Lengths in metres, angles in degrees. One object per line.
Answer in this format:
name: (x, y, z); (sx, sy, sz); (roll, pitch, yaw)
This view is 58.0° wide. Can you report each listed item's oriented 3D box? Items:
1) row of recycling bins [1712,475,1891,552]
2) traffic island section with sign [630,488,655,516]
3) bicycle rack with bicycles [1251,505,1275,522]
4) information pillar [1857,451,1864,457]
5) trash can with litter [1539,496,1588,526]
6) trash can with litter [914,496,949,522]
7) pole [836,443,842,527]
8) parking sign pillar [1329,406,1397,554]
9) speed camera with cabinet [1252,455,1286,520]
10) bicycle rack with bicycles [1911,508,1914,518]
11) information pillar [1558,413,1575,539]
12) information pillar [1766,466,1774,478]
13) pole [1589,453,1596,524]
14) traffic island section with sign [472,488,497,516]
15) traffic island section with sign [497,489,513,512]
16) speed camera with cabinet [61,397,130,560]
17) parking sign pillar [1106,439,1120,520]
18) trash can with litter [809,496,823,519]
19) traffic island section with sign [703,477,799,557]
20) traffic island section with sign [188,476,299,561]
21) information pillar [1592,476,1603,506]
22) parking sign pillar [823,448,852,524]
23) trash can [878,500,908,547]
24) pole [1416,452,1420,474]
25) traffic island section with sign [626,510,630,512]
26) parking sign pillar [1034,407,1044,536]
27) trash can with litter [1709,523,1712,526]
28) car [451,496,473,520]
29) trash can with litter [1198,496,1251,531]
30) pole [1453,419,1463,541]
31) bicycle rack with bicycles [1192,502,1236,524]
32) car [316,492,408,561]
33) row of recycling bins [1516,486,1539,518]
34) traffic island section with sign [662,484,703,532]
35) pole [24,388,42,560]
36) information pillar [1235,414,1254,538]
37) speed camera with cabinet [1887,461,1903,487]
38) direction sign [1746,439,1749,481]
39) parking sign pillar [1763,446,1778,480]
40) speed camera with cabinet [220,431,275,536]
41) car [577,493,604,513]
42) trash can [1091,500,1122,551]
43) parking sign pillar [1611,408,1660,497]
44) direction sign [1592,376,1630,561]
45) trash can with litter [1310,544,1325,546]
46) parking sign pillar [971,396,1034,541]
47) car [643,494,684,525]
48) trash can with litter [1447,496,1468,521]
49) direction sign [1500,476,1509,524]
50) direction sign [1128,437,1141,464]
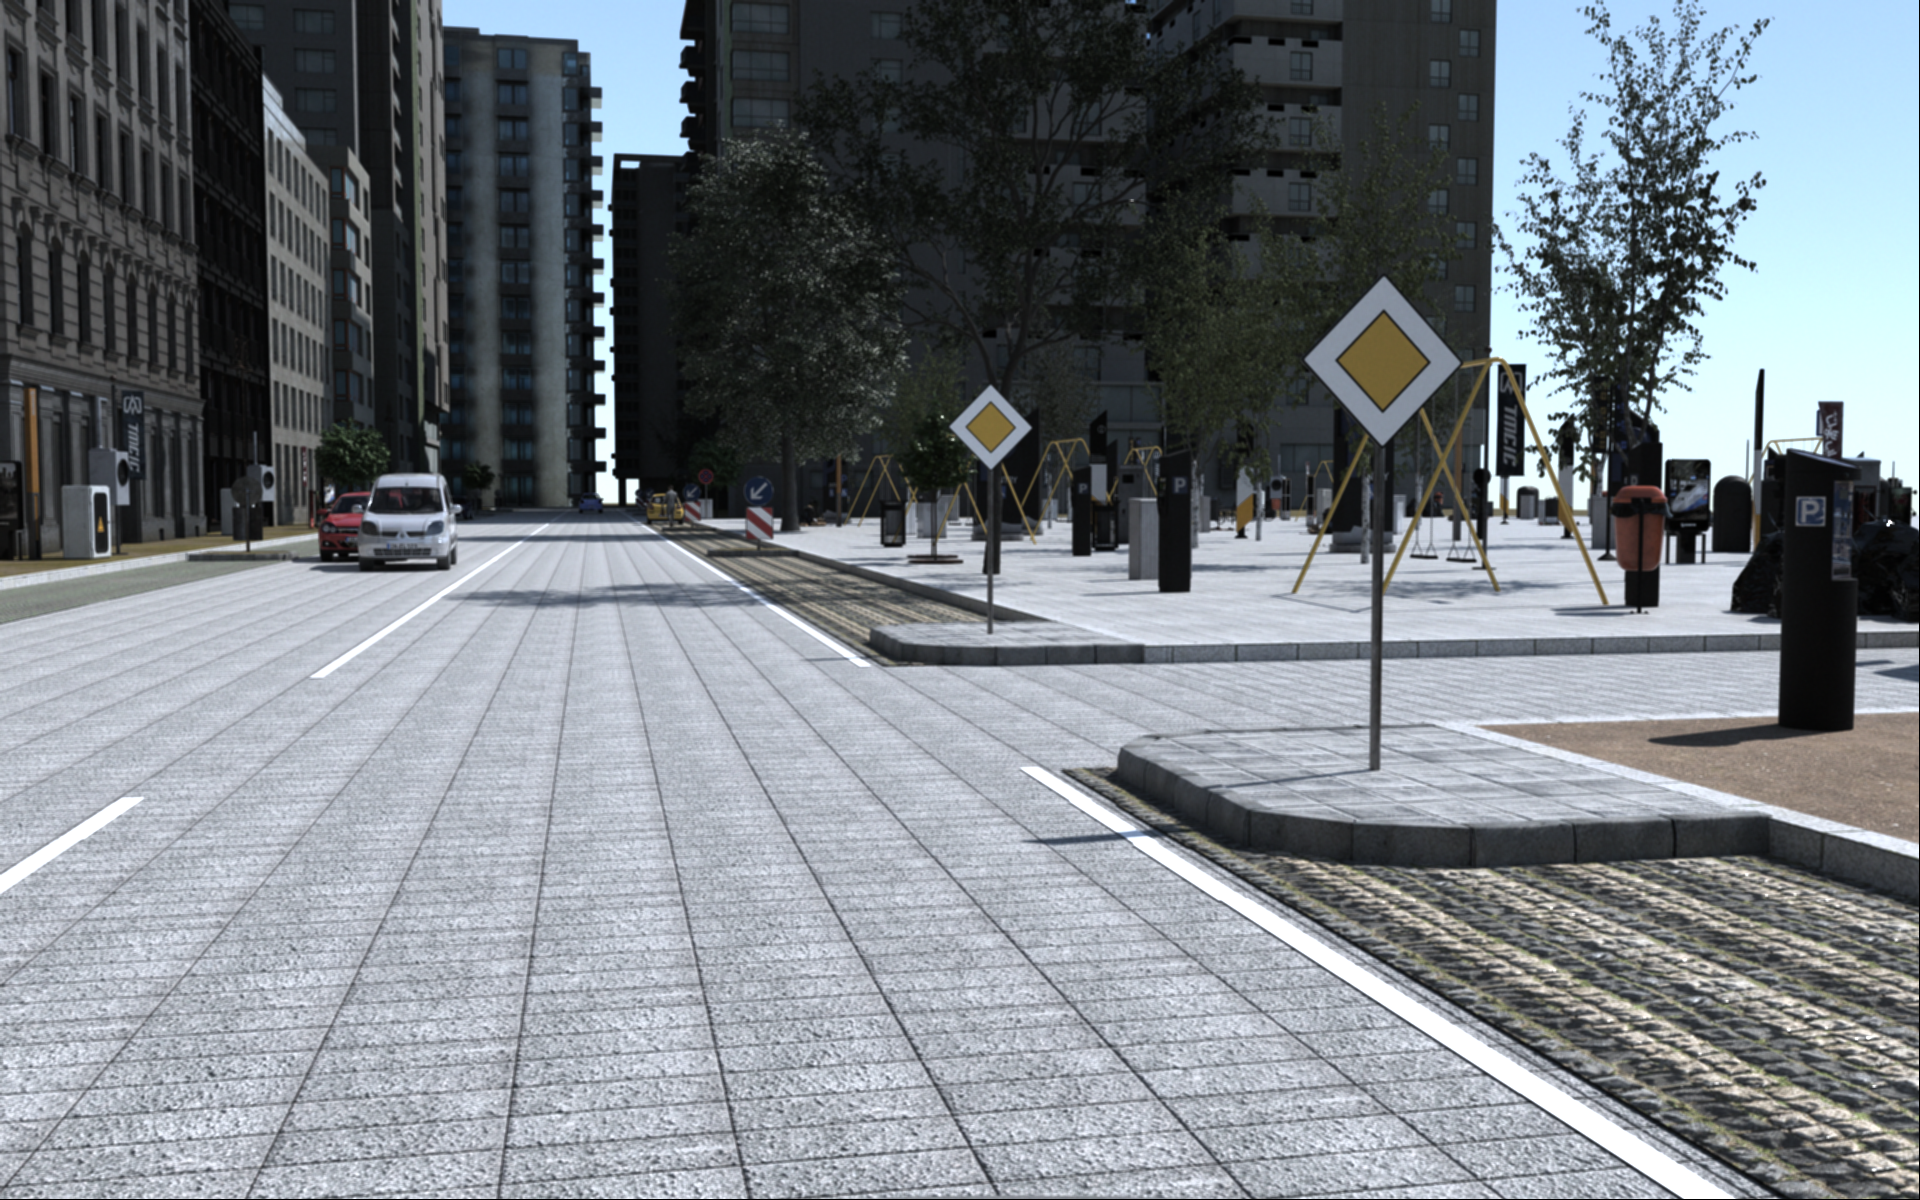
row of recycling bins: (18.362, -1.880, 37.844); (3.534, 1.692, 1.069); (2, 4, 26)
traffic island section with sign: (-20.832, -6.545, 115.646); (1.989, 1.847, 2.006); (-1, 4, -12)
bicycle rack with bicycles: (13.238, -4.162, 81.427); (2.925, 0.926, 2.852); (1, 4, 16)
information pillar: (48.810, -6.282, 94.059); (0.504, 3.616, 0.183); (0, 4, -4)
trash can with litter: (24.702, -3.669, 71.049); (2.233, 1.210, 1.678); (0, 4, 6)
trash can with litter: (-1.596, -4.197, 79.674); (2.233, 1.210, 1.678); (2, 4, 31)
pole: (-4.719, -4.498, 67.389); (0.158, 3.312, 0.155); (0, 3, 0)
parking sign pillar: (8.841, -3.025, 37.923); (1.447, 3.967, 1.447); (-1, 4, -21)
speed camera with cabinet: (15.296, -5.670, 87.044); (2.038, 3.252, 0.660); (2, 4, 24)
bicycle rack with bicycles: (48.163, -4.705, 90.313); (2.925, 0.926, 2.852); (3, 5, 44)
information pillar: (17.553, -3.594, 50.119); (0.183, 3.616, 0.504); (-2, 4, -28)
information pillar: (21.239, -2.492, 45.238); (0.304, 2.012, 0.304); (3, 5, 39)
pole: (26.805, -4.862, 73.343); (0.158, 3.312, 0.155); (0, 3, 0)
traffic island section with sign: (-31.514, -6.395, 113.192); (1.989, 1.847, 2.006); (-1, 4, -12)
traffic island section with sign: (-37.123, -8.014, 139.650); (1.989, 1.847, 2.006); (-1, 4, -12)
speed camera with cabinet: (-17.278, -2.465, 34.641); (0.660, 3.252, 2.038); (0, 4, -6)
parking sign pillar: (7.176, -5.886, 84.705); (1.447, 3.967, 1.447); (2, 4, 32)
trash can with litter: (-7.292, -4.807, 89.982); (1.055, 1.170, 0.624); (1, 4, 16)
traffic island section with sign: (-4.826, -1.922, 40.057); (1.989, 1.847, 2.006); (-1, 4, -12)
traffic island section with sign: (-15.543, -1.778, 37.701); (1.989, 1.847, 2.006); (-1, 4, -12)
information pillar: (25.622, -3.983, 69.621); (0.304, 2.012, 0.304); (-3, 5, -44)
parking sign pillar: (-5.462, -5.341, 75.802); (1.447, 3.967, 1.447); (-3, 5, -40)
trash can: (-1.617, -1.850, 41.902); (0.748, 1.137, 0.748); (0, 3, 0)
pole: (22.364, -5.550, 84.589); (0.158, 3.312, 0.155); (0, 3, 0)
traffic island section with sign: (-26.472, -8.176, 142.299); (1.989, 1.847, 2.006); (-1, 4, -12)
parking sign pillar: (1.892, -4.011, 54.054); (1.447, 3.967, 1.447); (1, 4, 16)
trash can with litter: (30.098, -3.541, 68.955); (1.678, 1.210, 2.233); (-1, 4, -19)
car: (-28.217, -5.146, 96.722); (1.945, 1.354, 3.894); (-1, 4, -11)
trash can with litter: (9.284, -3.055, 61.014); (2.233, 1.210, 1.678); (-1, 4, -12)
pole: (13.634, -3.279, 47.452); (0.158, 3.312, 0.155); (0, 3, 0)
bicycle rack with bicycles: (10.112, -3.680, 73.547); (2.925, 0.926, 2.852); (-3, 5, -40)
car: (-13.048, -1.793, 38.358); (2.155, 1.783, 4.494); (-1, 4, -13)
row of recycling bins: (30.545, -5.257, 93.071); (1.069, 1.692, 3.534); (1, 4, 23)
traffic island section with sign: (-10.466, -3.552, 66.699); (1.989, 1.847, 2.006); (-1, 4, -12)
pole: (-17.925, -2.424, 33.472); (0.158, 3.312, 0.155); (0, 3, 0)
information pillar: (8.244, -3.597, 50.173); (0.504, 3.616, 0.183); (0, 4, -4)
speed camera with cabinet: (54.997, -6.657, 103.181); (2.038, 3.252, 0.660); (0, 4, -1)
direction sign: (32.588, -4.876, 71.724); (0.379, 3.537, 0.876); (2, 4, 26)
parking sign pillar: (45.822, -6.662, 97.391); (1.447, 3.967, 1.447); (-1, 4, -19)
speed camera with cabinet: (-22.224, -3.652, 54.045); (0.660, 3.252, 2.038); (1, 4, 12)
car: (-27.762, -7.377, 130.199); (1.945, 1.707, 3.694); (-1, 4, -13)
trash can: (3.278, -1.680, 39.121); (0.748, 1.137, 0.748); (0, 3, 0)
parking sign pillar: (19.416, -3.754, 49.850); (1.447, 3.967, 1.447); (-2, 4, -34)
direction sign: (12.533, -2.533, 33.411); (0.876, 3.537, 0.379); (-2, 4, -24)
trash can with litter: (9.578, -1.894, 42.032); (1.678, 1.210, 2.233); (0, 4, -8)
parking sign pillar: (1.027, -3.617, 47.602); (1.447, 3.967, 1.447); (-1, 4, -17)
car: (-14.050, -4.417, 82.445); (2.015, 1.641, 3.980); (-1, 4, -10)
trash can with litter: (23.728, -4.360, 82.668); (0.624, 1.170, 1.055); (-3, 4, -36)
direction sign: (23.289, -5.013, 73.958); (0.876, 3.537, 0.379); (-1, 4, -13)
direction sign: (6.937, -4.701, 68.859); (0.379, 3.537, 0.876); (3, 4, 38)
